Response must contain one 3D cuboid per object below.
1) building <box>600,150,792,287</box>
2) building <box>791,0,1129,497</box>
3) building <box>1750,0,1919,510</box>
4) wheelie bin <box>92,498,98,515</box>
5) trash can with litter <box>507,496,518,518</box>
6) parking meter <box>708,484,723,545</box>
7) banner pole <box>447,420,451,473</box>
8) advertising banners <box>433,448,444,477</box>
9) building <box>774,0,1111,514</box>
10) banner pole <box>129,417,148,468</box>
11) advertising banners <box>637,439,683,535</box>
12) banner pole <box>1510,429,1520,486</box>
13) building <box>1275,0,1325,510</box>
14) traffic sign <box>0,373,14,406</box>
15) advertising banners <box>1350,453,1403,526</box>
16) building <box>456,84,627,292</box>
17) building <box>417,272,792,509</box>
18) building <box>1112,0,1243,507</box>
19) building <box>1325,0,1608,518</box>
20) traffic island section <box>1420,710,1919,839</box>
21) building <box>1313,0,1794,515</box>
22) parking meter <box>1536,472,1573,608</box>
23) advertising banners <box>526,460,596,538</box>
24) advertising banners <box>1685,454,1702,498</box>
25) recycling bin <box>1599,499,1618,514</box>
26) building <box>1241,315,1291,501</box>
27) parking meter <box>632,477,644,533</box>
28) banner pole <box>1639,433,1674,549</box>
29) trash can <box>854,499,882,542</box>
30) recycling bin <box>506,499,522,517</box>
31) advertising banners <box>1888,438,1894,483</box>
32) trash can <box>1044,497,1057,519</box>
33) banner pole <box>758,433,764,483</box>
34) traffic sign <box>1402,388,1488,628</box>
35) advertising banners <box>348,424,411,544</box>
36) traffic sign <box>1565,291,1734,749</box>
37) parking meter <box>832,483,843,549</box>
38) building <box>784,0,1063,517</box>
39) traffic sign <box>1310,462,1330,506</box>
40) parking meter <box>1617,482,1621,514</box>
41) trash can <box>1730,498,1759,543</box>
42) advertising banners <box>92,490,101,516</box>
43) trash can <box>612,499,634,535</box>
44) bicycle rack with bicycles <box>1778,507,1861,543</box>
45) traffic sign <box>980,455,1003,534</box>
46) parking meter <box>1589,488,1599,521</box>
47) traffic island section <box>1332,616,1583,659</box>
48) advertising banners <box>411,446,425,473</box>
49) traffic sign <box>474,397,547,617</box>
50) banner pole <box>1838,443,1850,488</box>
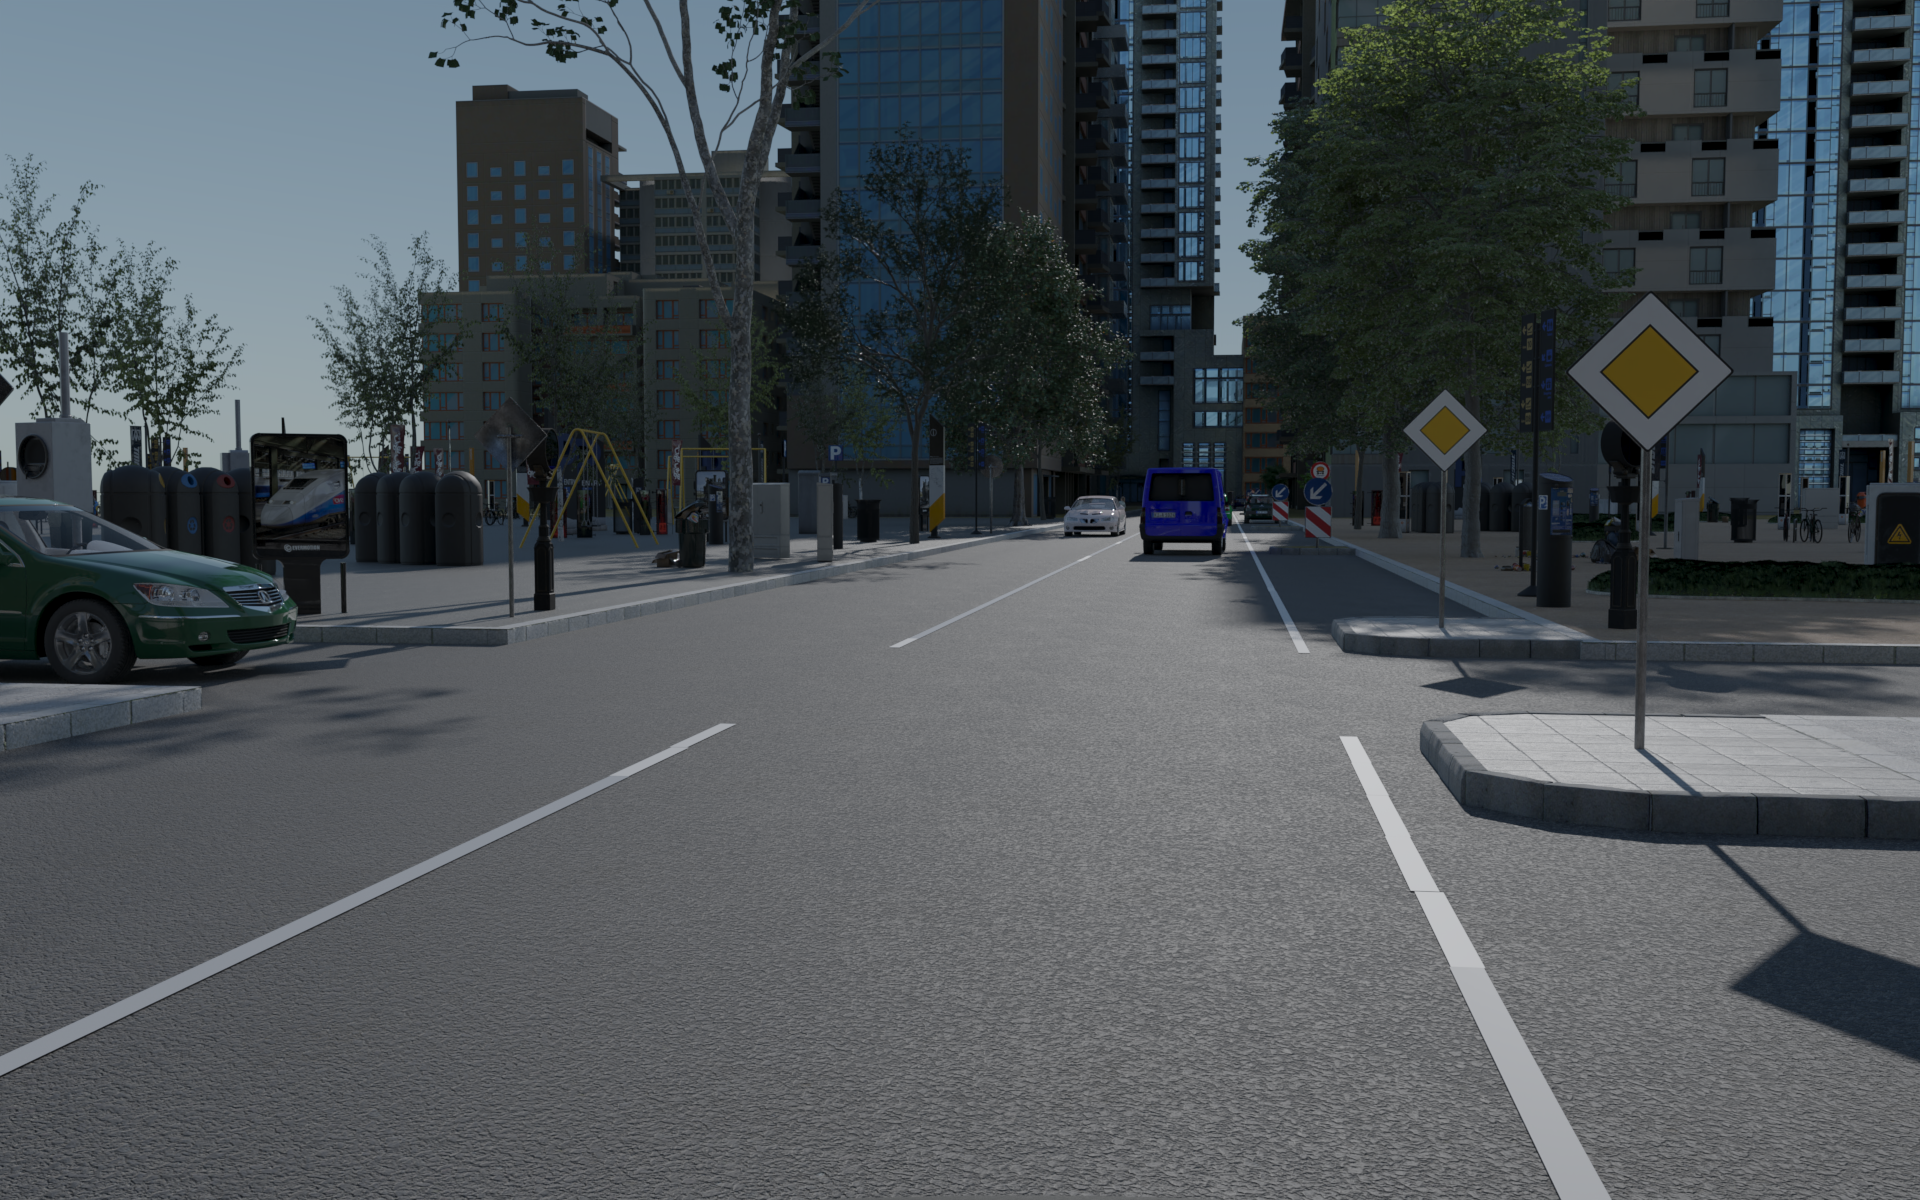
[{"bbox_3d":[-25.553,-30.973,198.295,23.993,40.220,32.217,1,4,9],"label":"building"},{"bbox_3d":[-0.298,-32.899,157.511,30.456,49.044,23.786,1,4,9],"label":"building"},{"bbox_3d":[71.633,-50.941,145.552,31.000,86.520,22.319,1,4,9],"label":"building"},{"bbox_3d":[-16.863,-1.521,32.772,0.693,1.594,0.980,3,4,38],"label":"wheelie bin"},{"bbox_3d":[-23.730,-4.911,91.688,0.624,1.170,1.055,-3,4,-37],"label":"trash can with litter"},{"bbox_3d":[-6.221,-2.185,44.137,0.372,1.533,0.369,0,3,0],"label":"parking meter"},{"bbox_3d":[-17.067,-4.157,57.988,0.401,3.779,0.863,-1,4,-18],"label":"banner pole"},{"bbox_3d":[-18.969,-4.206,64.961,2.074,3.025,0.090,2,4,29],"label":"advertising banners"},{"bbox_3d":[-0.913,-28.640,122.887,22.147,44.769,28.867,1,4,9],"label":"building"},{"bbox_3d":[-26.437,-4.031,55.921,0.401,3.779,0.863,1,4,22],"label":"banner pole"},{"bbox_3d":[-9.443,-3.577,54.676,0.090,3.025,2.074,2,4,34],"label":"advertising banners"},{"bbox_3d":[21.400,-4.695,66.781,0.401,3.779,0.863,-1,4,-9],"label":"banner pole"},{"bbox_3d":[38.332,-30.119,147.064,22.147,44.769,28.867,1,4,9],"label":"building"},{"bbox_3d":[-5.865,-0.394,10.089,0.795,2.450,0.064,1,4,9],"label":"traffic sign"},{"bbox_3d":[16.784,-4.498,69.726,2.074,3.025,0.090,1,4,11],"label":"advertising banners"},{"bbox_3d":[-45.968,-33.173,192.489,14.200,45.320,14.600,1,4,9],"label":"building"},{"bbox_3d":[-30.051,-19.269,160.082,28.899,21.520,27.650,1,4,9],"label":"building"},{"bbox_3d":[14.930,-53.437,186.364,31.000,86.520,22.319,1,4,9],"label":"building"},{"bbox_3d":[28.081,-25.376,98.499,14.154,41.232,14.086,1,4,9],"label":"building"},{"bbox_3d":[3.445,0.828,8.738,2.009,0.180,2.903,1,4,9],"label":"traffic island section"},{"bbox_3d":[38.497,-32.357,118.280,28.713,52.752,27.495,1,4,9],"label":"building"},{"bbox_3d":[6.762,-0.690,19.686,0.372,1.533,0.369,0,3,0],"label":"parking meter"},{"bbox_3d":[-11.680,-3.319,50.454,2.074,3.025,0.090,-1,4,-23],"label":"advertising banners"},{"bbox_3d":[32.679,-4.954,77.185,0.090,3.025,2.074,0,4,6],"label":"advertising banners"},{"bbox_3d":[32.591,-4.556,87.043,0.722,1.027,0.722,-3,5,-39],"label":"recycling bin"},{"bbox_3d":[44.996,-20.881,186.442,28.899,21.520,27.650,1,4,9],"label":"building"},{"bbox_3d":[-10.652,-3.156,57.318,0.399,1.863,0.255,-1,4,-11],"label":"parking meter"},{"bbox_3d":[16.290,-3.086,40.475,0.863,3.779,0.401,3,4,38],"label":"banner pole"},{"bbox_3d":[-2.447,-2.115,46.228,0.748,1.137,0.748,0,3,0],"label":"trash can"},{"bbox_3d":[-24.534,-5.079,95.588,0.722,1.027,0.722,2,4,24],"label":"recycling bin"},{"bbox_3d":[29.830,-3.603,55.105,2.074,3.025,0.090,-3,5,-44],"label":"advertising banners"},{"bbox_3d":[4.617,-4.731,89.003,0.748,1.137,0.748,0,3,0],"label":"trash can"},{"bbox_3d":[-8.184,-4.971,71.296,0.401,3.779,0.863,1,4,8],"label":"banner pole"},{"bbox_3d":[4.618,-0.790,16.560,0.795,2.450,0.064,1,4,9],"label":"traffic sign"},{"bbox_3d":[-14.719,-2.905,43.682,2.074,3.025,0.090,2,4,28],"label":"advertising banners"},{"bbox_3d":[3.420,-0.307,8.665,0.795,2.450,0.064,1,4,9],"label":"traffic sign"},{"bbox_3d":[-2.923,-1.963,40.500,0.372,1.533,0.369,0,3,0],"label":"parking meter"},{"bbox_3d":[-1.554,-27.581,101.068,14.600,45.320,14.200,1,4,9],"label":"building"},{"bbox_3d":[14.131,-4.149,67.947,0.768,2.556,0.104,1,4,18],"label":"traffic sign"},{"bbox_3d":[31.765,-4.744,83.276,0.255,1.863,0.399,1,4,19],"label":"parking meter"},{"bbox_3d":[20.647,-2.077,45.619,0.748,1.137,0.748,0,3,0],"label":"trash can"},{"bbox_3d":[-33.146,-4.274,66.072,2.074,3.025,0.090,0,4,3],"label":"advertising banners"},{"bbox_3d":[-10.731,-2.658,55.114,0.748,1.137,0.748,0,3,0],"label":"trash can"},{"bbox_3d":[23.009,-1.995,45.997,2.852,0.926,2.925,2,4,28],"label":"bicycle rack with bicycles"},{"bbox_3d":[1.006,-3.423,56.074,0.768,2.556,0.104,1,4,11],"label":"traffic sign"},{"bbox_3d":[25.710,-3.780,70.209,0.372,1.533,0.369,0,3,0],"label":"parking meter"},{"bbox_3d":[4.643,0.345,16.633,2.009,0.180,2.903,1,4,9],"label":"traffic island section"},{"bbox_3d":[-20.384,-4.059,62.552,2.074,3.025,0.090,-1,4,-19],"label":"advertising banners"},{"bbox_3d":[-4.667,-0.877,17.984,0.795,2.450,0.064,1,4,9],"label":"traffic sign"},{"bbox_3d":[43.650,-5.842,85.534,0.401,3.779,0.863,-1,4,-12],"label":"banner pole"}]
